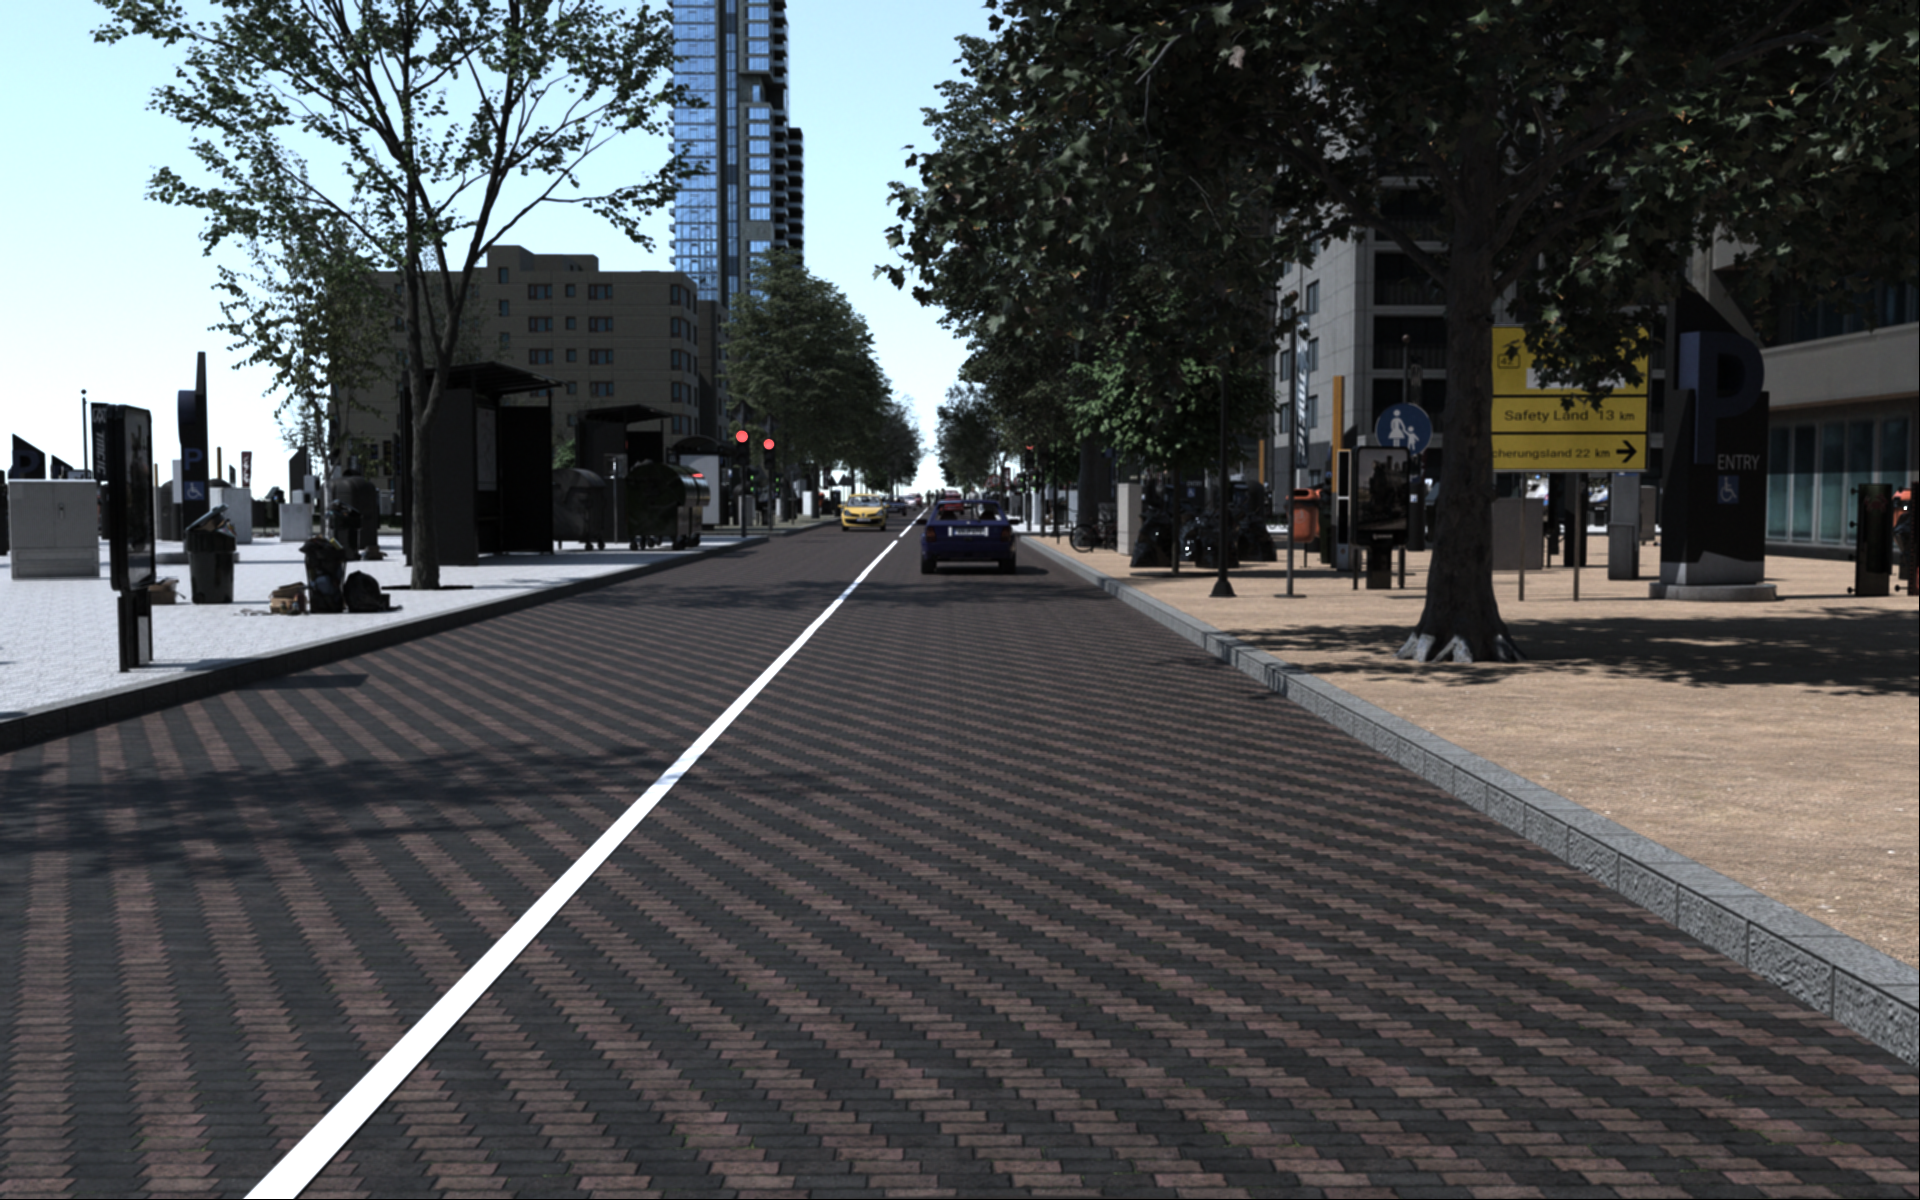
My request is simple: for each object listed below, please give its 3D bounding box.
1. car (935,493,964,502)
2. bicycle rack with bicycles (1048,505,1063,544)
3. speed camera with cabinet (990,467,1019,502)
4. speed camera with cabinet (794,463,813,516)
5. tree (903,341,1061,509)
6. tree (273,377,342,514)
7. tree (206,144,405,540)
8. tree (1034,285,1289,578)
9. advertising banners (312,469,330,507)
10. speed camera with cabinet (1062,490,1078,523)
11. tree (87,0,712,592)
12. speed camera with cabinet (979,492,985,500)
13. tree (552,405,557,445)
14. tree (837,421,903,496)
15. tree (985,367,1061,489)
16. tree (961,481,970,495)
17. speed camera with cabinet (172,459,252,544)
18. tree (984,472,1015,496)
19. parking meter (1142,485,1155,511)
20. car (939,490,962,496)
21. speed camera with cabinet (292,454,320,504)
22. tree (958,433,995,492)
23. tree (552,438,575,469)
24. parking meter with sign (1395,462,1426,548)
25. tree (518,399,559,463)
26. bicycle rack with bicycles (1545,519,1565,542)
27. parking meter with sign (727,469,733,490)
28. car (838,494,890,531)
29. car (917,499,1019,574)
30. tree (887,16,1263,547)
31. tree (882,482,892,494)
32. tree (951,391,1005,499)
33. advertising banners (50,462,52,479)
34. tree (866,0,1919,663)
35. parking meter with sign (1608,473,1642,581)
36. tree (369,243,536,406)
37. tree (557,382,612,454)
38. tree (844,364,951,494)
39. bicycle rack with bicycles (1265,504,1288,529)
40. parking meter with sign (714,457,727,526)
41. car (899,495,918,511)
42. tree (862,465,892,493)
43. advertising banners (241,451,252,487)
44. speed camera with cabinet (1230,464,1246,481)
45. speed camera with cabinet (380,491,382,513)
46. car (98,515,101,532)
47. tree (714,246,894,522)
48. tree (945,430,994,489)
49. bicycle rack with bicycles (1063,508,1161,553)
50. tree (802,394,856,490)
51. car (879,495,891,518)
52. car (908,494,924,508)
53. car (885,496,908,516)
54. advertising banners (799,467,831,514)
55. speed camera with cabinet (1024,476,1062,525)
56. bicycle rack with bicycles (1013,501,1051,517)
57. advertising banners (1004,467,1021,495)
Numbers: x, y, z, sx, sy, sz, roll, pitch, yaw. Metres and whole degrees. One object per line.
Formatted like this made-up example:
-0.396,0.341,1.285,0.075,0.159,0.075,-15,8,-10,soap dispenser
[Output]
-0.625,-6.694,118.494,2.155,1.783,4.494,0,4,-1,car
3.631,-1.870,43.958,2.852,0.926,2.925,0,4,-7,bicycle rack with bicycles
3.303,-8.219,128.723,2.038,3.252,0.660,1,4,10,speed camera with cabinet
-9.102,-6.610,102.404,0.660,3.252,2.038,-3,4,-37,speed camera with cabinet
2.238,-10.095,99.463,8.767,10.594,7.601,1,4,16,tree
-39.743,-9.526,106.106,4.360,8.622,3.978,0,3,0,tree
-13.516,-5.276,36.625,4.737,8.622,4.395,0,3,0,tree
3.448,-2.650,27.041,4.285,4.588,4.351,0,3,0,tree
-44.737,-7.630,120.932,2.074,3.025,0.090,-3,5,-44,advertising banners
4.252,-5.005,76.171,2.038,3.252,0.660,0,4,-3,speed camera with cabinet
-7.072,-5.953,23.082,9.928,11.665,9.643,0,3,0,tree
2.528,-8.406,131.776,2.038,3.252,0.660,-1,4,-13,speed camera with cabinet
-25.433,-8.953,96.740,4.360,8.622,3.978,0,3,0,tree
-9.193,-14.614,173.355,8.767,10.594,7.601,1,4,16,tree
3.506,-8.368,87.181,4.737,8.622,4.395,0,3,0,tree
0.844,-16.812,269.478,1.663,3.219,1.824,0,3,0,tree
-18.996,-3.038,44.002,0.660,3.252,2.038,1,4,23,speed camera with cabinet
3.053,-8.053,126.274,1.663,3.219,1.824,0,3,0,tree
5.299,-2.469,48.783,0.372,1.533,0.369,0,3,0,parking meter
-0.932,-9.804,168.974,2.281,1.827,5.304,0,4,0,car
-31.710,-5.486,84.035,0.660,3.252,2.038,0,4,3,speed camera with cabinet
1.908,-12.716,158.263,4.360,8.622,3.978,0,3,0,tree
-19.010,-6.325,87.120,4.285,4.588,4.351,0,3,0,tree
10.786,-2.782,41.751,0.543,3.016,1.738,0,4,-5,parking meter with sign
-32.426,-11.036,130.803,4.737,8.622,4.395,0,3,0,tree
15.218,-2.033,46.616,2.852,0.926,2.925,-2,4,-29,bicycle rack with bicycles
-16.607,-7.680,121.836,0.543,3.016,1.738,1,4,18,parking meter with sign
-3.748,-3.522,67.813,2.015,1.641,3.980,0,4,-2,car
0.148,-1.212,32.395,1.945,1.354,3.894,0,3,0,car
3.107,-8.269,41.848,9.857,13.997,8.962,0,3,0,tree
-8.761,-13.097,208.731,1.663,3.219,1.824,0,3,0,tree
1.200,-17.816,201.658,12.009,13.543,11.850,0,3,0,tree
-48.153,-5.839,91.657,0.090,3.025,2.074,-2,4,-30,advertising banners
4.047,-5.883,13.190,9.611,12.733,9.660,0,3,0,tree
10.126,-1.842,26.376,0.543,3.016,1.738,1,4,21,parking meter with sign
-14.138,-5.976,48.066,4.360,8.622,3.978,0,3,0,tree
-24.368,-9.874,111.806,4.360,8.622,3.978,0,3,0,tree
-8.103,-15.282,160.227,12.009,13.543,11.850,0,3,0,tree
12.400,-3.068,63.548,2.852,0.926,2.925,-1,4,-17,bicycle rack with bicycles
-10.125,-4.430,68.695,0.543,3.016,1.738,2,4,30,parking meter with sign
-4.725,-8.471,150.866,2.083,1.381,4.827,0,4,-1,car
-9.082,-12.563,189.122,4.285,4.588,4.351,0,3,0,tree
-29.791,-4.565,70.820,2.074,3.025,0.090,1,4,16,advertising banners
13.168,-5.280,80.662,0.660,3.252,2.038,2,4,28,speed camera with cabinet
-27.906,-5.289,80.811,0.660,3.252,2.038,1,4,21,speed camera with cabinet
-29.851,-2.657,56.018,3.894,1.354,1.945,0,3,0,car
-7.885,-9.897,79.936,7.486,12.596,7.792,0,3,0,tree
1.267,-20.411,251.848,7.486,12.596,7.792,0,3,0,tree
4.106,-1.546,38.663,2.925,0.926,2.852,1,4,16,bicycle rack with bicycles
-8.044,-9.044,98.229,4.360,8.622,3.978,0,3,0,tree
-5.154,-5.598,103.531,2.014,1.417,4.499,0,4,-2,car
-4.858,-10.604,182.413,2.155,1.783,4.494,0,4,0,car
-4.371,-6.181,113.643,1.945,1.354,3.894,0,4,-1,car
-9.287,-7.028,111.100,2.074,3.025,0.090,-1,4,-19,advertising banners
3.387,-4.789,72.628,0.660,3.252,2.038,-2,4,-27,speed camera with cabinet
4.037,-5.101,96.791,2.852,0.926,2.925,0,4,4,bicycle rack with bicycles
3.779,-7.079,111.927,2.074,3.025,0.090,0,4,6,advertising banners
